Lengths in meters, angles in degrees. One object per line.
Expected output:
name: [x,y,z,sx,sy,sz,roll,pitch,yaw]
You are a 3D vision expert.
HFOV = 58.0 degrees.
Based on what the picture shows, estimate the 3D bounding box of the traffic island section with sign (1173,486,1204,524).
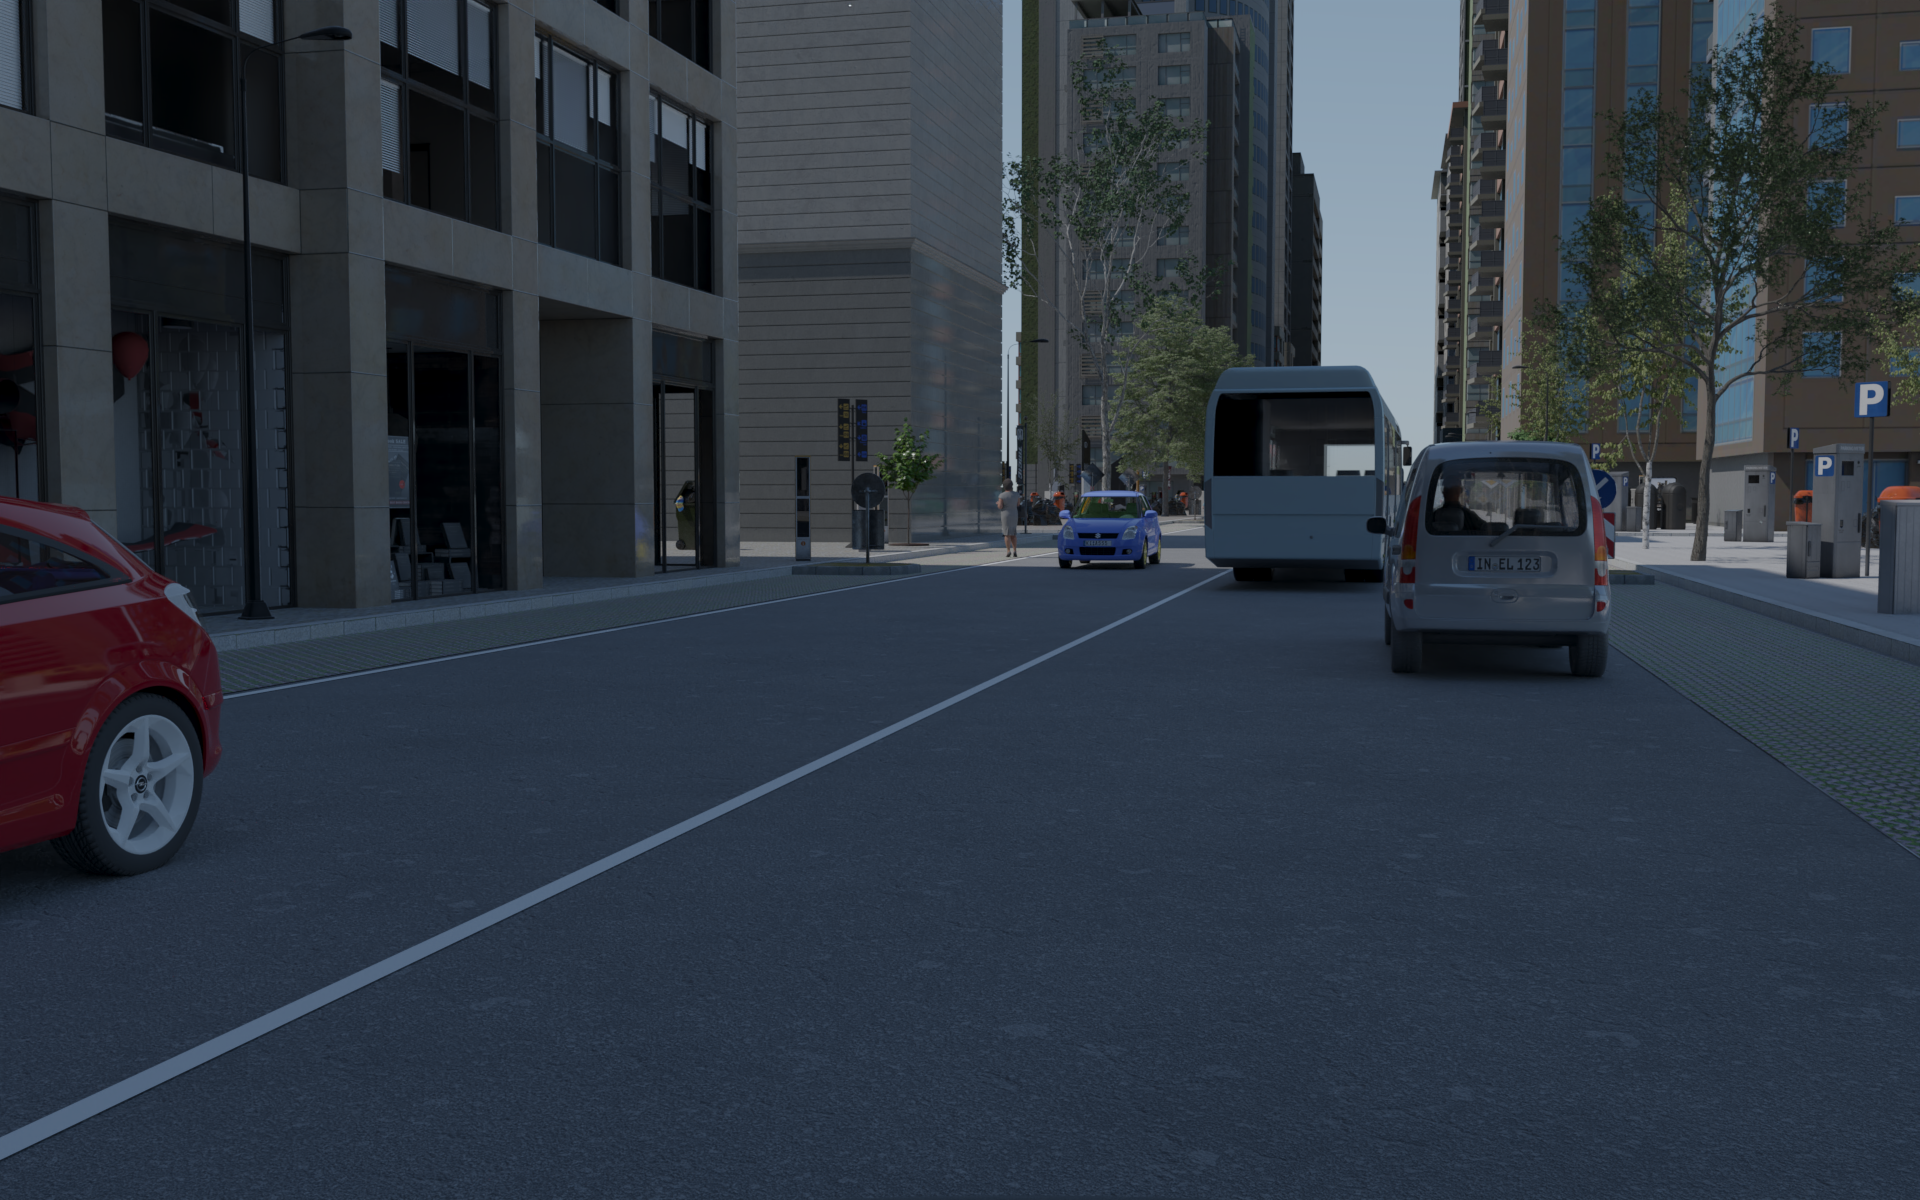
traffic island section with sign: [11.487,-4.637,84.447,1.989,1.847,2.006,1,4,14]

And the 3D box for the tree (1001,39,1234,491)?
tree: [5.515,-13.409,75.133,12.611,20.169,13.585,0,3,0]

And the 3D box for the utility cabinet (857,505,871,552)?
utility cabinet: [-2.164,-1.692,38.831,0.306,1.237,1.020,0,4,-5]

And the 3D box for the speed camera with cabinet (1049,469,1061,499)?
speed camera with cabinet: [7.043,-8.158,127.716,0.660,3.252,2.038,1,4,13]

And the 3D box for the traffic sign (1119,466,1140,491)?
traffic sign: [6.149,-3.627,62.940,0.795,2.450,0.064,1,4,14]

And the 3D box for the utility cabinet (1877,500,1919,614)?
utility cabinet: [10.426,-0.454,18.584,1.020,1.237,0.306,0,4,-5]

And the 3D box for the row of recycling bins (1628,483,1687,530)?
row of recycling bins: [24.401,-3.402,62.731,3.534,1.692,1.069,1,4,21]

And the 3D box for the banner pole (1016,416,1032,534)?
banner pole: [2.001,-4.007,55.539,0.401,3.779,0.863,2,4,30]

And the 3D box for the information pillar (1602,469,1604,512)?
information pillar: [18.460,-2.789,50.095,0.304,2.012,0.304,2,4,28]

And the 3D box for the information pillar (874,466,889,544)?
information pillar: [-2.032,-2.464,44.770,0.304,2.012,0.304,-2,4,-25]

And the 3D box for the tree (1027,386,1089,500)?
tree: [6.413,-10.291,118.617,4.360,8.622,3.978,0,3,0]

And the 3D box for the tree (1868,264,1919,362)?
tree: [25.782,-5.762,44.564,4.737,8.622,4.395,0,3,0]

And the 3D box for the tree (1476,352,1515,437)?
tree: [23.425,-7.214,68.305,4.737,8.622,4.395,0,3,0]

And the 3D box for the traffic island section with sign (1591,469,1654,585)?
traffic island section with sign: [10.169,-1.204,28.310,1.989,1.847,2.006,1,4,14]

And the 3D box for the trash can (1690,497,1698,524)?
trash can: [31.587,-3.813,74.002,0.748,1.137,0.748,0,3,0]

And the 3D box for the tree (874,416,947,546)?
tree: [-1.398,-2.963,43.046,1.663,3.219,1.824,0,3,0]

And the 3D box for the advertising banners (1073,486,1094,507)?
advertising banners: [8.181,-7.216,114.161,0.090,3.025,2.074,-3,5,-41]

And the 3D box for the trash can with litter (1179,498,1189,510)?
trash can with litter: [17.677,-7.590,135.485,1.055,1.170,0.624,-1,4,-20]

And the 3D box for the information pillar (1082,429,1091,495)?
information pillar: [4.556,-4.364,62.712,0.183,3.616,0.504,2,4,35]

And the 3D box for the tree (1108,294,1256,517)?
tree: [12.125,-11.019,98.291,7.486,12.596,7.792,0,3,0]

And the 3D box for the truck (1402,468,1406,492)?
truck: [42.859,-11.093,171.123,2.967,4.110,18.799,1,4,12]

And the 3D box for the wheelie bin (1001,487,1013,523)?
wheelie bin: [2.035,-4.263,77.606,0.980,1.594,0.693,1,4,10]

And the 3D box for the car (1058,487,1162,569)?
car: [3.001,-1.518,34.410,1.945,1.707,3.694,1,4,13]

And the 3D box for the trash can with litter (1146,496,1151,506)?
trash can with litter: [13.098,-6.694,120.838,0.624,1.170,1.055,2,4,30]

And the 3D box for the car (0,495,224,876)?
car: [-4.235,0.229,5.301,2.155,1.783,4.494,1,4,13]

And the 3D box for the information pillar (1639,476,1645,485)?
information pillar: [27.333,-3.956,69.174,0.304,2.012,0.304,-1,4,-19]

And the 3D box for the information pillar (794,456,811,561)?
information pillar: [-3.014,-1.757,33.221,0.304,2.012,0.304,0,4,-7]

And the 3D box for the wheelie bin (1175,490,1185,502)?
wheelie bin: [17.577,-7.930,137.561,0.980,1.594,0.693,-2,4,-30]

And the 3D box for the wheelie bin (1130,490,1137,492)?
wheelie bin: [12.390,-7.075,123.579,0.980,1.594,0.693,2,4,35]

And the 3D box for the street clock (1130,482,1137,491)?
street clock: [8.982,-5.214,89.823,0.358,2.002,0.471,-1,4,-13]

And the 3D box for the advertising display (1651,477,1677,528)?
advertising display: [26.298,-3.648,64.851,0.974,1.923,0.123,2,4,29]

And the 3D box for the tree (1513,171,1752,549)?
tree: [16.134,-5.505,40.369,4.737,8.622,4.395,0,3,0]

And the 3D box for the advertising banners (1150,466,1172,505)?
advertising banners: [12.459,-6.789,107.190,2.074,3.025,0.090,-3,5,-45]

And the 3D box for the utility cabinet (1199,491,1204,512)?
utility cabinet: [17.805,-7.139,125.401,0.318,1.500,1.173,-3,5,-39]

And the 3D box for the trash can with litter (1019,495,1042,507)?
trash can with litter: [4.131,-5.527,101.431,2.233,1.210,1.678,0,4,4]

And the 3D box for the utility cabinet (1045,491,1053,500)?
utility cabinet: [6.858,-7.384,129.407,0.318,1.500,1.173,-3,5,-44]

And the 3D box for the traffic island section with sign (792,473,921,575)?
traffic island section with sign: [-1.780,-1.386,31.290,1.989,1.847,2.006,1,4,14]

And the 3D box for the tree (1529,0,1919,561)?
tree: [14.476,-6.015,32.761,7.601,10.594,8.767,1,4,18]

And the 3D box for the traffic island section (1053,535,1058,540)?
traffic island section: [4.191,-2.017,55.259,2.009,0.180,2.903,1,4,14]

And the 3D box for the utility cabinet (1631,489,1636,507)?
utility cabinet: [28.931,-4.041,74.749,1.173,1.500,0.318,2,4,34]

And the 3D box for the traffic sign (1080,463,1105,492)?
traffic sign: [4.216,-3.153,55.191,0.795,2.450,0.064,1,4,14]

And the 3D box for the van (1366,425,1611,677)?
van: [4.570,-0.493,15.072,2.013,2.044,4.112,1,4,13]

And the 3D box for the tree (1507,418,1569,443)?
tree: [24.585,-5.507,73.748,4.285,4.588,4.351,0,3,0]
